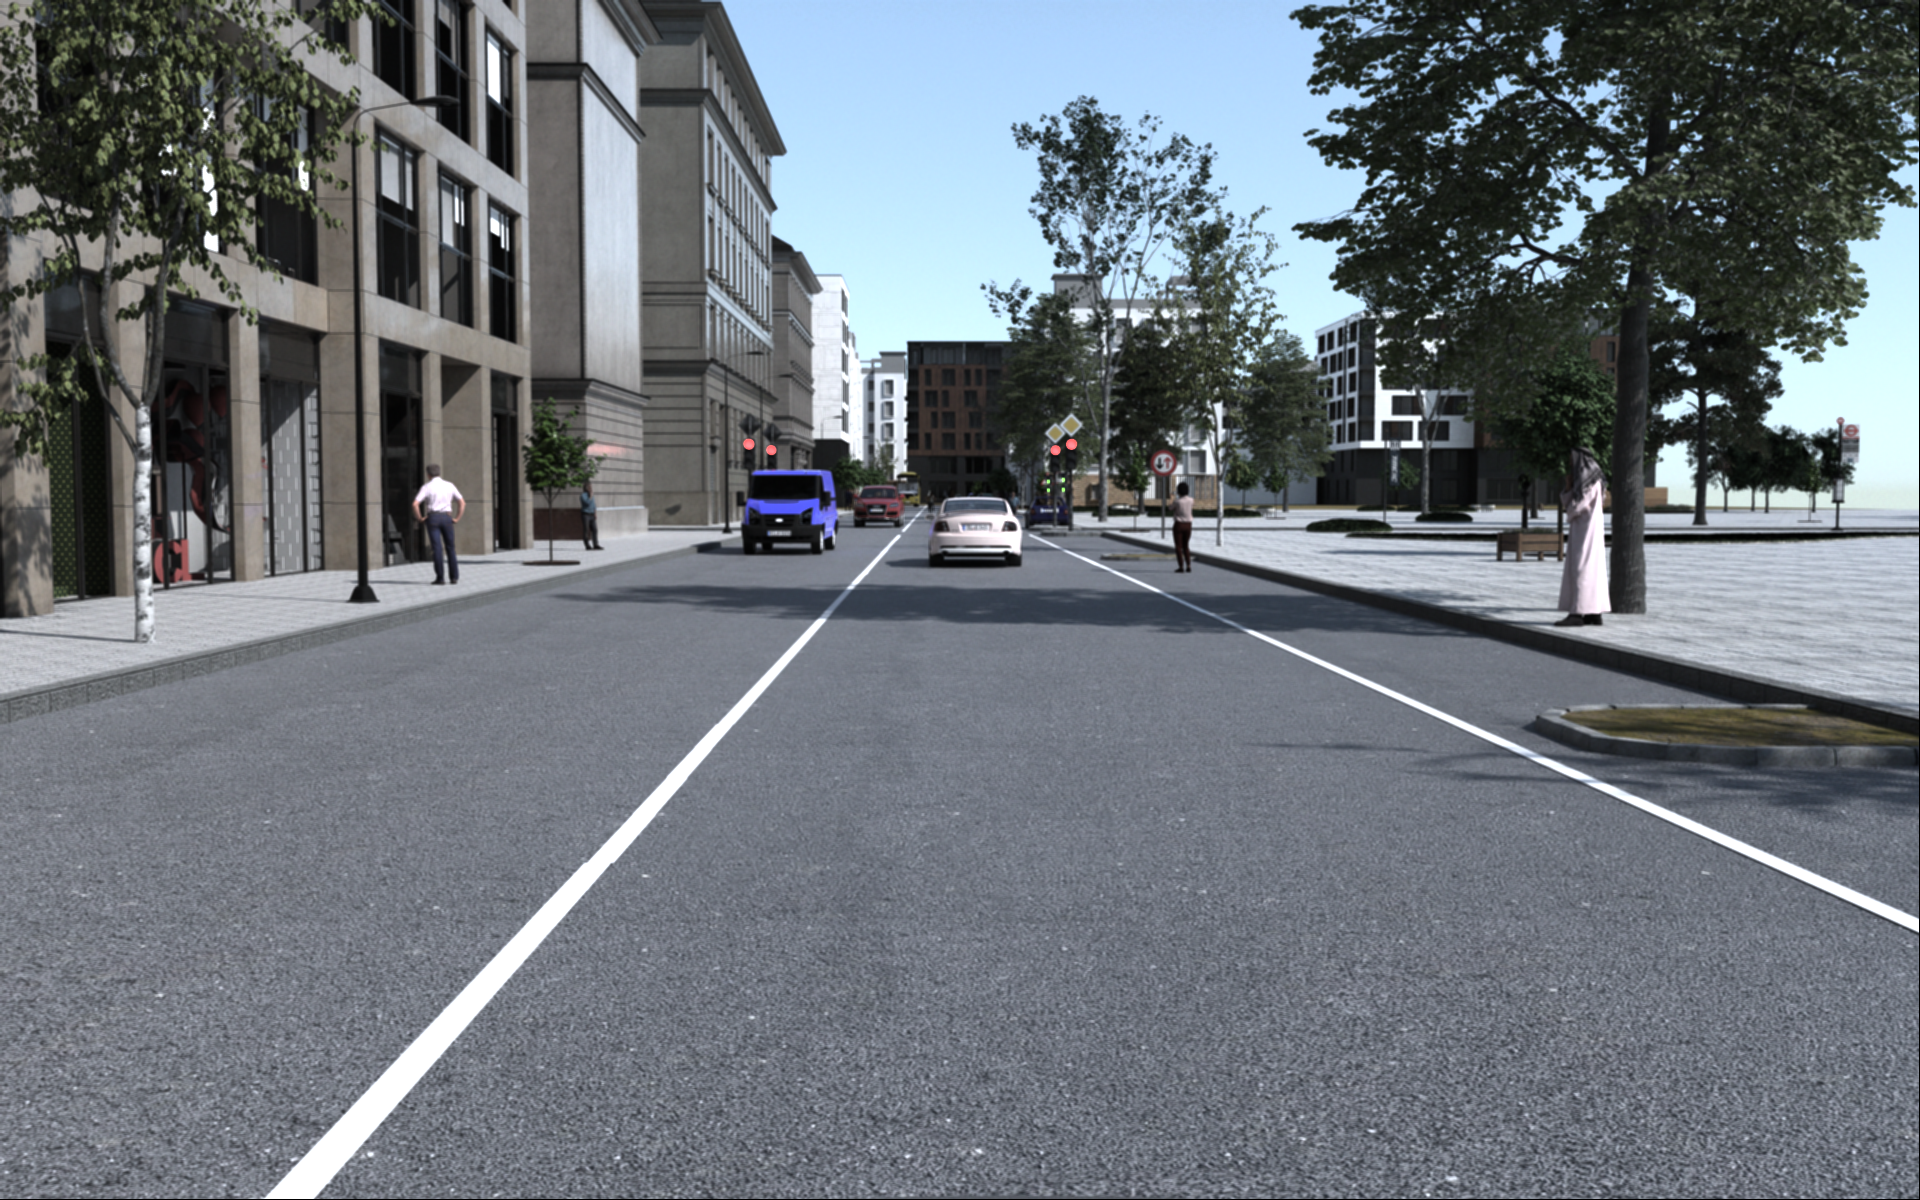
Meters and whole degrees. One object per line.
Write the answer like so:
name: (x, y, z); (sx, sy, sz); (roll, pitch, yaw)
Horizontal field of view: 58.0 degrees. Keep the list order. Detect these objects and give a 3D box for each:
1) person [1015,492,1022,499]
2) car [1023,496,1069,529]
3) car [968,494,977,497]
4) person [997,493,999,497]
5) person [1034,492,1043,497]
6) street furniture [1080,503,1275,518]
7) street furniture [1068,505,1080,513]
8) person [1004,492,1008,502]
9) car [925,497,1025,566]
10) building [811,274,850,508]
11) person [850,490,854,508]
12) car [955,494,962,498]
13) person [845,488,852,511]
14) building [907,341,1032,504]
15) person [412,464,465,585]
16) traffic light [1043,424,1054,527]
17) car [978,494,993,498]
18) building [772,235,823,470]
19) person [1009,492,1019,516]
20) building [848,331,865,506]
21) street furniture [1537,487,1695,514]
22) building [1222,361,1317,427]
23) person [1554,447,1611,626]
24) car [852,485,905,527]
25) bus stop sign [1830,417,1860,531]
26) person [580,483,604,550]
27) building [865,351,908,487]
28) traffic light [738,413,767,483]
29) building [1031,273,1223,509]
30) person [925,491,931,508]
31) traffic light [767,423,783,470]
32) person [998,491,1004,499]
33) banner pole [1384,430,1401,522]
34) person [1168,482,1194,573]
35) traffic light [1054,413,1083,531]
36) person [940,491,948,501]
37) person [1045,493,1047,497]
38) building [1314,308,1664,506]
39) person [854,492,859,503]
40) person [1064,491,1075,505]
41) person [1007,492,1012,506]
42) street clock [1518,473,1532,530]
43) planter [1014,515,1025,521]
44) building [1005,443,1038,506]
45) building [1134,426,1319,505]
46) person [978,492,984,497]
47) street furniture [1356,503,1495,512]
person: (5.656, -10.149, 172.707); (1.217, 1.736, 0.721); (0, 4, 5)
car: (3.598, -3.604, 71.508); (1.945, 1.354, 3.894); (0, 4, 0)
car: (1.625, -11.969, 205.280); (1.945, 1.707, 3.694); (0, 4, 0)
person: (4.206, -10.883, 187.205); (0.599, 1.433, 0.991); (1, 4, 9)
person: (6.544, -8.529, 145.634); (1.348, 1.807, 0.705); (-3, 5, -43)
street furniture: (12.592, -4.944, 96.458); (10.072, 0.657, 5.734); (3, 5, 39)
street furniture: (11.640, -6.626, 123.958); (5.734, 0.657, 10.072); (3, 4, 38)
person: (5.168, -11.285, 191.473); (0.541, 1.710, 0.530); (2, 4, 24)
car: (0.308, -1.427, 35.693); (2.083, 1.381, 4.827); (0, 4, 0)
building: (-24.921, -19.268, 159.004); (27.936, 21.610, 32.646); (0, 4, -1)
person: (-10.156, -9.540, 162.024); (0.705, 1.824, 1.348); (-2, 4, -33)
car: (-0.463, -11.158, 194.238); (2.131, 1.459, 4.920); (0, 4, 1)
person: (-8.411, -7.584, 130.739); (0.576, 1.737, 0.504); (1, 4, 11)
building: (9.072, -24.345, 242.022); (32.646, 21.610, 27.936); (0, 4, -1)
person: (-7.412, -1.076, 24.572); (0.756, 1.711, 0.436); (-2, 4, -29)
traffic light: (3.682, -4.784, 67.463); (0.839, 4.213, 0.868); (0, 4, -1)
car: (2.282, -8.996, 155.884); (1.959, 1.807, 4.718); (0, 4, 1)
building: (-15.994, -16.405, 119.139); (10.553, 20.767, 40.483); (0, 4, -1)
person: (2.561, -4.348, 81.804); (0.499, 1.552, 0.429); (1, 4, 22)
building: (-17.767, -21.534, 208.495); (11.380, 20.091, 16.016); (0, 4, -1)
street furniture: (45.683, -6.690, 116.235); (11.010, 1.723, 9.812); (-1, 4, -10)
building: (41.420, -22.703, 237.657); (31.486, 18.905, 16.747); (0, 4, -1)
person: (6.066, -0.624, 16.914); (0.621, 1.740, 0.551); (0, 4, -2)
car: (-3.535, -4.118, 75.997); (2.281, 1.827, 5.304); (0, 3, 0)
bus stop sign: (30.810, -4.377, 60.261); (0.855, 3.939, 0.416); (0, 4, 6)
person: (-8.437, -1.912, 39.511); (0.499, 1.552, 0.429); (-3, 4, -38)
building: (-12.860, -23.201, 235.759); (11.380, 20.091, 16.016); (0, 4, -1)
traffic light: (-7.173, -4.286, 59.319); (0.839, 4.213, 0.868); (0, 4, -1)
building: (14.498, -18.215, 154.237); (16.016, 20.091, 11.380); (0, 4, -1)
person: (-3.109, -9.978, 172.367); (0.721, 1.736, 1.217); (3, 5, 41)
traffic light: (-7.278, -4.774, 67.303); (0.839, 4.213, 0.868); (0, 4, -1)
person: (4.359, -10.861, 184.306); (0.721, 1.739, 1.217); (2, 4, 31)
banner pole: (16.751, -4.730, 67.345); (0.863, 3.779, 0.401); (-1, 4, -12)
person: (4.033, -1.329, 31.687); (0.517, 1.644, 0.566); (2, 4, 23)
traffic light: (3.787, -4.296, 59.478); (0.839, 4.213, 0.868); (0, 4, -1)
person: (-1.456, -9.128, 158.478); (0.721, 1.736, 1.217); (3, 4, 36)
person: (6.604, -7.699, 134.618); (0.600, 1.496, 0.574); (0, 4, 0)
building: (60.842, -22.003, 203.722); (32.646, 21.610, 27.936); (0, 4, -1)
person: (-6.016, -5.600, 102.125); (0.516, 1.574, 0.319); (1, 4, 22)
person: (9.103, -8.494, 144.938); (0.705, 1.821, 1.348); (3, 5, 42)
person: (4.729, -9.625, 164.134); (0.721, 1.735, 1.217); (1, 4, 15)
street clock: (19.650, -3.404, 60.223); (0.471, 2.002, 0.358); (2, 4, 26)
planter: (3.382, -4.381, 92.771); (1.991, 0.319, 1.994); (0, 4, -1)
building: (10.214, -15.962, 203.129); (9.099, 9.664, 28.070); (0, 4, -1)
building: (29.813, -16.540, 212.576); (28.070, 9.664, 9.099); (0, 4, -1)
person: (1.560, -7.546, 134.086); (0.471, 1.553, 0.569); (-2, 4, -35)
street furniture: (33.859, -6.720, 125.492); (5.734, 0.657, 10.072); (-2, 4, -29)
